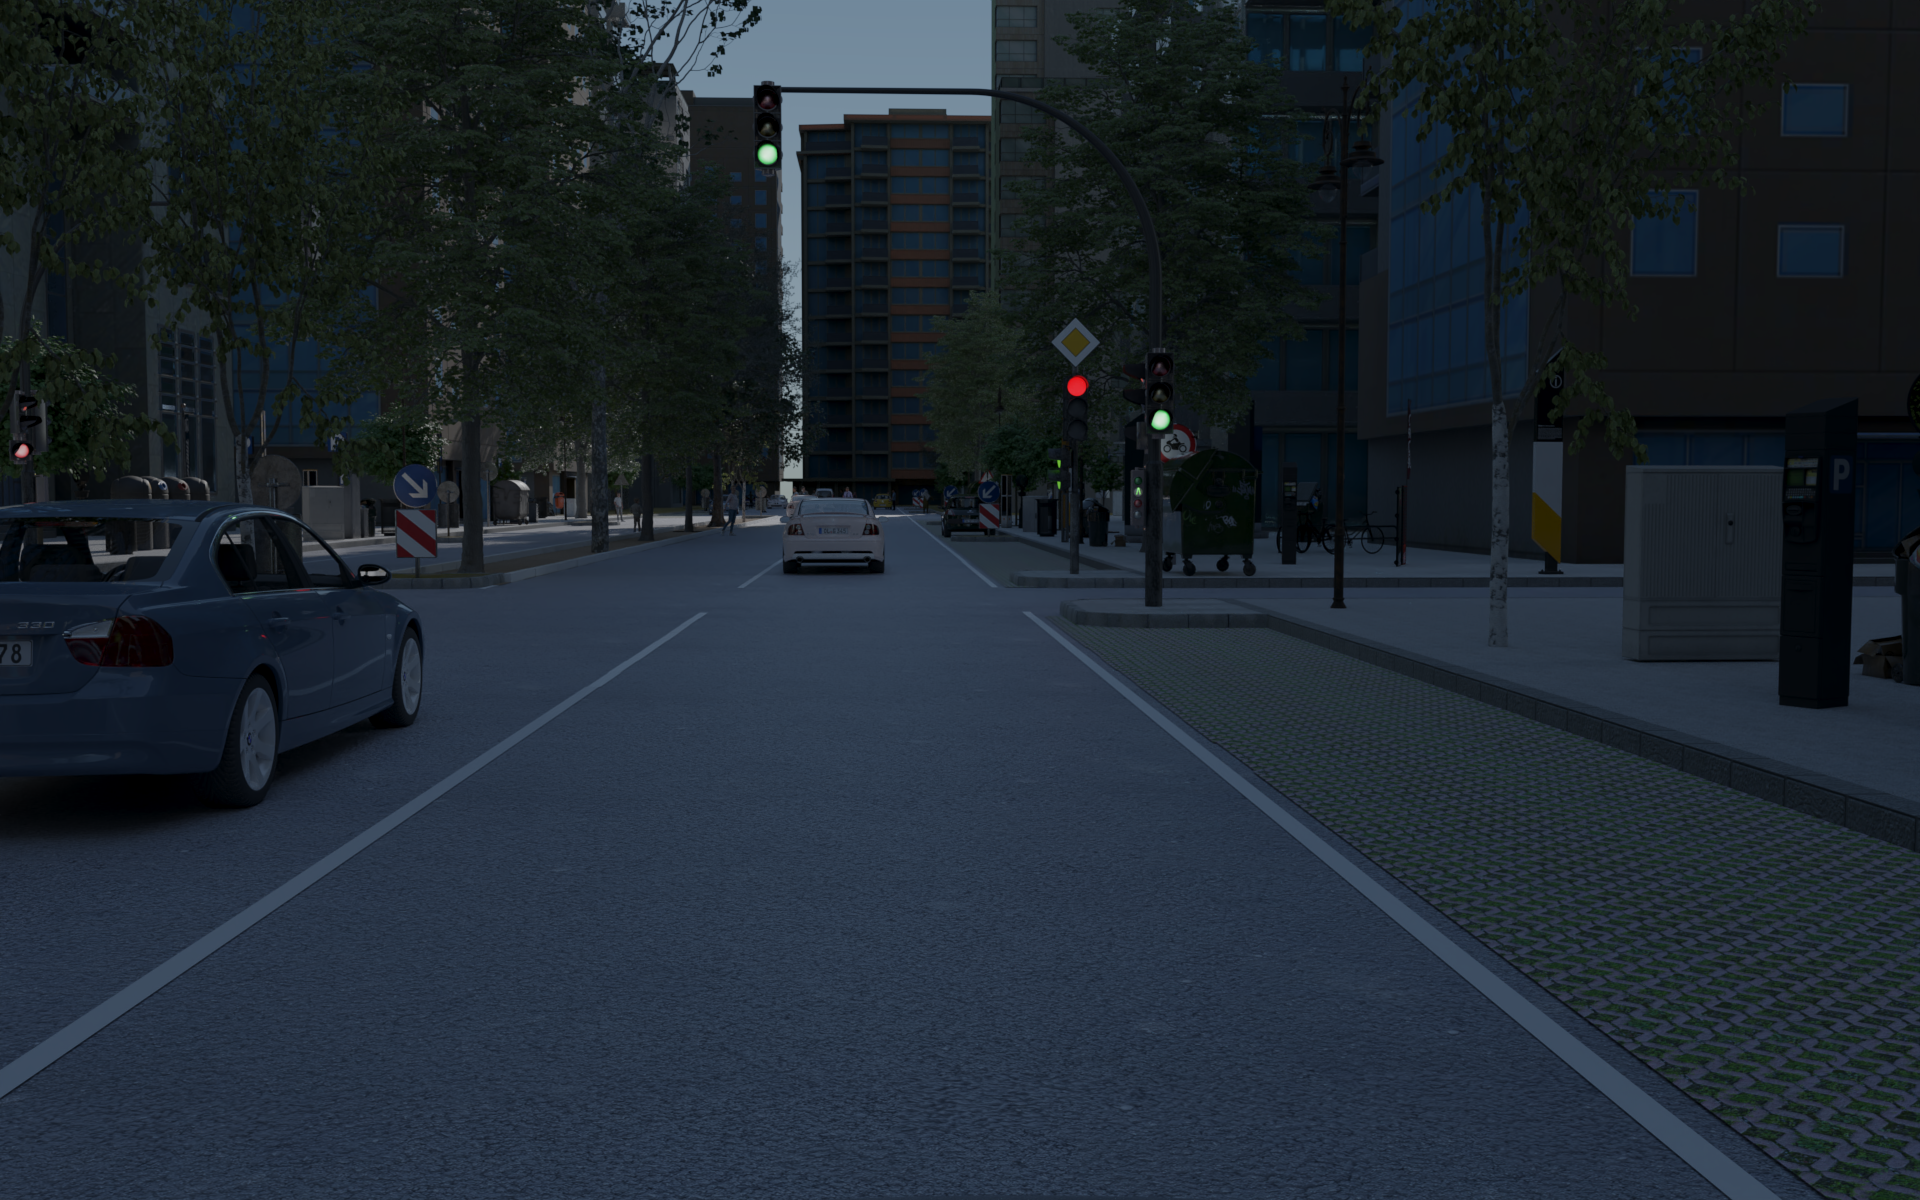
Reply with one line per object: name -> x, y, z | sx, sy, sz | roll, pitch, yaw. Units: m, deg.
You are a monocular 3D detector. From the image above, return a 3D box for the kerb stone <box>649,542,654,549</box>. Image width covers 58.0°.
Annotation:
kerb stone -> -8.093, -1.382, 44.790 | 0.120, 0.150, 1.000 | 0, 4, -3

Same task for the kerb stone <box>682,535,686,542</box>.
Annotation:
kerb stone -> -8.412, -1.815, 51.946 | 0.120, 0.150, 1.000 | 0, 4, -3

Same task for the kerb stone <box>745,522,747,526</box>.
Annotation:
kerb stone -> -9.503, -3.257, 75.496 | 0.120, 0.150, 1.000 | 0, 4, -3

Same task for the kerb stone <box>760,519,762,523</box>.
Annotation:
kerb stone -> -9.924, -3.823, 84.702 | 0.120, 0.150, 1.000 | 0, 4, -3

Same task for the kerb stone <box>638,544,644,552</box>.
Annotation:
kerb stone -> -7.988, -1.252, 42.748 | 0.120, 0.150, 1.000 | 0, 4, -3

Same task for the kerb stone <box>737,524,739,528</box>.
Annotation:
kerb stone -> -9.307, -3.010, 71.404 | 0.120, 0.150, 1.000 | 0, 4, -3

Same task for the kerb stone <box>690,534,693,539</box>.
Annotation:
kerb stone -> -8.521, -1.945, 53.992 | 0.120, 0.150, 1.000 | 0, 4, -3

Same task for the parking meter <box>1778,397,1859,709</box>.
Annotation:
parking meter -> 5.167, -0.289, 10.438 | 0.399, 1.863, 0.255 | -2, 4, -31

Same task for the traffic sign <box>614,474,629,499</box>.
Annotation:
traffic sign -> -19.821, -6.203, 101.425 | 0.884, 2.594, 0.081 | 0, 4, -1

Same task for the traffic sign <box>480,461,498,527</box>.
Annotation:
traffic sign -> -18.405, -4.123, 67.525 | 0.768, 2.556, 0.104 | 0, 4, 1

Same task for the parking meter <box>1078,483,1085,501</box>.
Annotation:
parking meter -> 5.363, -4.379, 77.301 | 0.399, 1.863, 0.255 | 3, 5, 43

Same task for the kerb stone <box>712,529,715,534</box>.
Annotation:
kerb stone -> -8.840, -2.379, 61.171 | 0.120, 0.150, 1.000 | 0, 4, -3

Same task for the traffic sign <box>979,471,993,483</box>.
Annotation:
traffic sign -> 1.352, -5.201, 85.040 | 0.884, 2.594, 0.081 | 0, 4, 6

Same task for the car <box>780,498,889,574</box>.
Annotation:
car -> -2.374, -1.241, 32.657 | 2.083, 1.381, 4.827 | 0, 4, -4

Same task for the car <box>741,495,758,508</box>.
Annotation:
car -> -21.189, -9.967, 175.534 | 1.945, 1.354, 3.894 | 0, 4, -3

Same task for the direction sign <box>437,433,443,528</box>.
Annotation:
direction sign -> -19.410, -4.444, 64.650 | 0.379, 3.537, 0.876 | -2, 4, -27

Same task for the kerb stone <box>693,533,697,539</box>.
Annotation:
kerb stone -> -8.557, -1.998, 55.023 | 0.120, 0.150, 1.000 | 0, 4, -3

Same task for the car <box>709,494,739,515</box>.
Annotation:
car -> -16.349, -6.616, 120.173 | 2.014, 1.417, 4.499 | 0, 4, -1

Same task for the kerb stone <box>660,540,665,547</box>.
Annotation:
kerb stone -> -8.172, -1.507, 46.834 | 0.120, 0.150, 1.000 | 0, 4, -3

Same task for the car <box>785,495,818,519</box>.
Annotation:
car -> -7.907, -4.652, 88.418 | 2.083, 1.381, 4.827 | 0, 4, -4

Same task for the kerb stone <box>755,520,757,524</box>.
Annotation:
kerb stone -> -9.792, -3.634, 81.636 | 0.120, 0.150, 1.000 | 0, 4, -3

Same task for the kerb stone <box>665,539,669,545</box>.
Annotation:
kerb stone -> -8.226, -1.561, 47.855 | 0.120, 0.150, 1.000 | 0, 4, -3

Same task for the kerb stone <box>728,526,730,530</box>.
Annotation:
kerb stone -> -9.129, -2.759, 67.309 | 0.120, 0.150, 1.000 | 0, 4, -3

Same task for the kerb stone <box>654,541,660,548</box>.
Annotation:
kerb stone -> -8.135, -1.442, 45.811 | 0.120, 0.150, 1.000 | 0, 4, -3

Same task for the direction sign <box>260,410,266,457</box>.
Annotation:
direction sign -> -18.866, -3.361, 46.948 | 0.379, 3.537, 0.876 | -1, 4, -15

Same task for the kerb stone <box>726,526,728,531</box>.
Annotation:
kerb stone -> -9.088, -2.697, 66.283 | 0.120, 0.150, 1.000 | 0, 4, -3

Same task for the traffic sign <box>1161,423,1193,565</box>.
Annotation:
traffic sign -> 3.881, -1.911, 31.344 | 0.768, 2.556, 0.104 | 0, 4, 3

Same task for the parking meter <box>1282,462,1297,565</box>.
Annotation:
parking meter -> 6.007, -1.582, 31.577 | 0.255, 1.863, 0.399 | 1, 4, 9

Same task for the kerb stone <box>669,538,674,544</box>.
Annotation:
kerb stone -> -8.271, -1.631, 48.876 | 0.120, 0.150, 1.000 | 0, 4, -3

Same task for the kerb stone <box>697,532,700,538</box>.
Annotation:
kerb stone -> -8.607, -2.070, 56.048 | 0.120, 0.150, 1.000 | 0, 4, -3

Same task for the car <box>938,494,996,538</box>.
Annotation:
car -> 0.264, -2.959, 58.163 | 2.009, 1.686, 4.222 | 0, 4, -2

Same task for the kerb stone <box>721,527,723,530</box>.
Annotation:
kerb stone -> -8.984, -2.570, 64.242 | 0.120, 0.150, 1.000 | 0, 4, -3

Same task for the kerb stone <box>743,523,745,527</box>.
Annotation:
kerb stone -> -9.452, -3.198, 74.475 | 0.120, 0.150, 1.000 | 0, 4, -3

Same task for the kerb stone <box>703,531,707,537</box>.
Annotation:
kerb stone -> -8.693, -2.196, 58.094 | 0.120, 0.150, 1.000 | 0, 4, -3

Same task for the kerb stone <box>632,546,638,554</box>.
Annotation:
kerb stone -> -7.944, -1.194, 41.726 | 0.120, 0.150, 1.000 | 0, 4, -3

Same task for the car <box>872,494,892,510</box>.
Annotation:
car -> -7.094, -9.127, 159.458 | 2.015, 1.641, 3.980 | 0, 4, -2

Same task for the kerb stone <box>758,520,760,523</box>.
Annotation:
kerb stone -> -9.883, -3.761, 83.681 | 0.120, 0.150, 1.000 | 0, 4, -3

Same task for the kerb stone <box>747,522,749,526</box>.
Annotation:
kerb stone -> -9.539, -3.318, 76.518 | 0.120, 0.150, 1.000 | 0, 4, -3

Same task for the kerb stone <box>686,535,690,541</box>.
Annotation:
kerb stone -> -8.461, -1.882, 52.968 | 0.120, 0.150, 1.000 | 0, 4, -3

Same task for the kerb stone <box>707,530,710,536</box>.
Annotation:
kerb stone -> -8.734, -2.258, 59.119 | 0.120, 0.150, 1.000 | 0, 4, -3

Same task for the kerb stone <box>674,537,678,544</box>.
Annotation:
kerb stone -> -8.320, -1.695, 49.903 | 0.120, 0.150, 1.000 | 0, 4, -3

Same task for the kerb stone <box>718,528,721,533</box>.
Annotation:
kerb stone -> -8.934, -2.508, 63.216 | 0.120, 0.150, 1.000 | 0, 4, -3

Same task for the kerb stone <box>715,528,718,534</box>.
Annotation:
kerb stone -> -8.881, -2.446, 62.193 | 0.120, 0.150, 1.000 | 0, 4, -3

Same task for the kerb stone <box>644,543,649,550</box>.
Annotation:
kerb stone -> -8.044, -1.311, 43.769 | 0.120, 0.150, 1.000 | 0, 4, -3

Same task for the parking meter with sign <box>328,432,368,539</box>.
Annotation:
parking meter with sign -> -17.530, -3.272, 49.753 | 0.543, 3.016, 1.738 | 0, 4, 2

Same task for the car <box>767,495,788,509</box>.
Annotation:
car -> -17.802, -9.588, 169.125 | 2.083, 1.381, 4.827 | 0, 4, -3

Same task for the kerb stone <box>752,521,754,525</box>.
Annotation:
kerb stone -> -9.690, -3.510, 79.583 | 0.120, 0.150, 1.000 | 0, 4, -3

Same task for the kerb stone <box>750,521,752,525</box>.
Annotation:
kerb stone -> -9.644, -3.446, 78.562 | 0.120, 0.150, 1.000 | 0, 4, -3

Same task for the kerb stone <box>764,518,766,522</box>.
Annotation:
kerb stone -> -10.068, -4.011, 87.773 | 0.120, 0.150, 1.000 | 0, 4, -3

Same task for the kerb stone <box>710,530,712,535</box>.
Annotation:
kerb stone -> -8.794, -2.321, 60.140 | 0.120, 0.150, 1.000 | 0, 4, -3

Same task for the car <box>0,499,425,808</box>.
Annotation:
car -> -4.155, 0.175, 9.143 | 2.014, 1.417, 4.499 | 0, 4, -3

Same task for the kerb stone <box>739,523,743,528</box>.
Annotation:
kerb stone -> -9.411, -3.135, 73.451 | 0.120, 0.150, 1.000 | 0, 4, -3

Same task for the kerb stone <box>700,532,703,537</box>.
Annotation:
kerb stone -> -8.648, -2.130, 57.071 | 0.120, 0.150, 1.000 | 0, 4, -3

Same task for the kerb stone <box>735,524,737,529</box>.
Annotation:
kerb stone -> -9.268, -2.947, 70.377 | 0.120, 0.150, 1.000 | 0, 4, -3

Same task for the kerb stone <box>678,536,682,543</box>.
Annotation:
kerb stone -> -8.369, -1.754, 50.924 | 0.120, 0.150, 1.000 | 0, 4, -3

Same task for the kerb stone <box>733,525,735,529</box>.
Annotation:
kerb stone -> -9.220, -2.884, 69.356 | 0.120, 0.150, 1.000 | 0, 4, -3
